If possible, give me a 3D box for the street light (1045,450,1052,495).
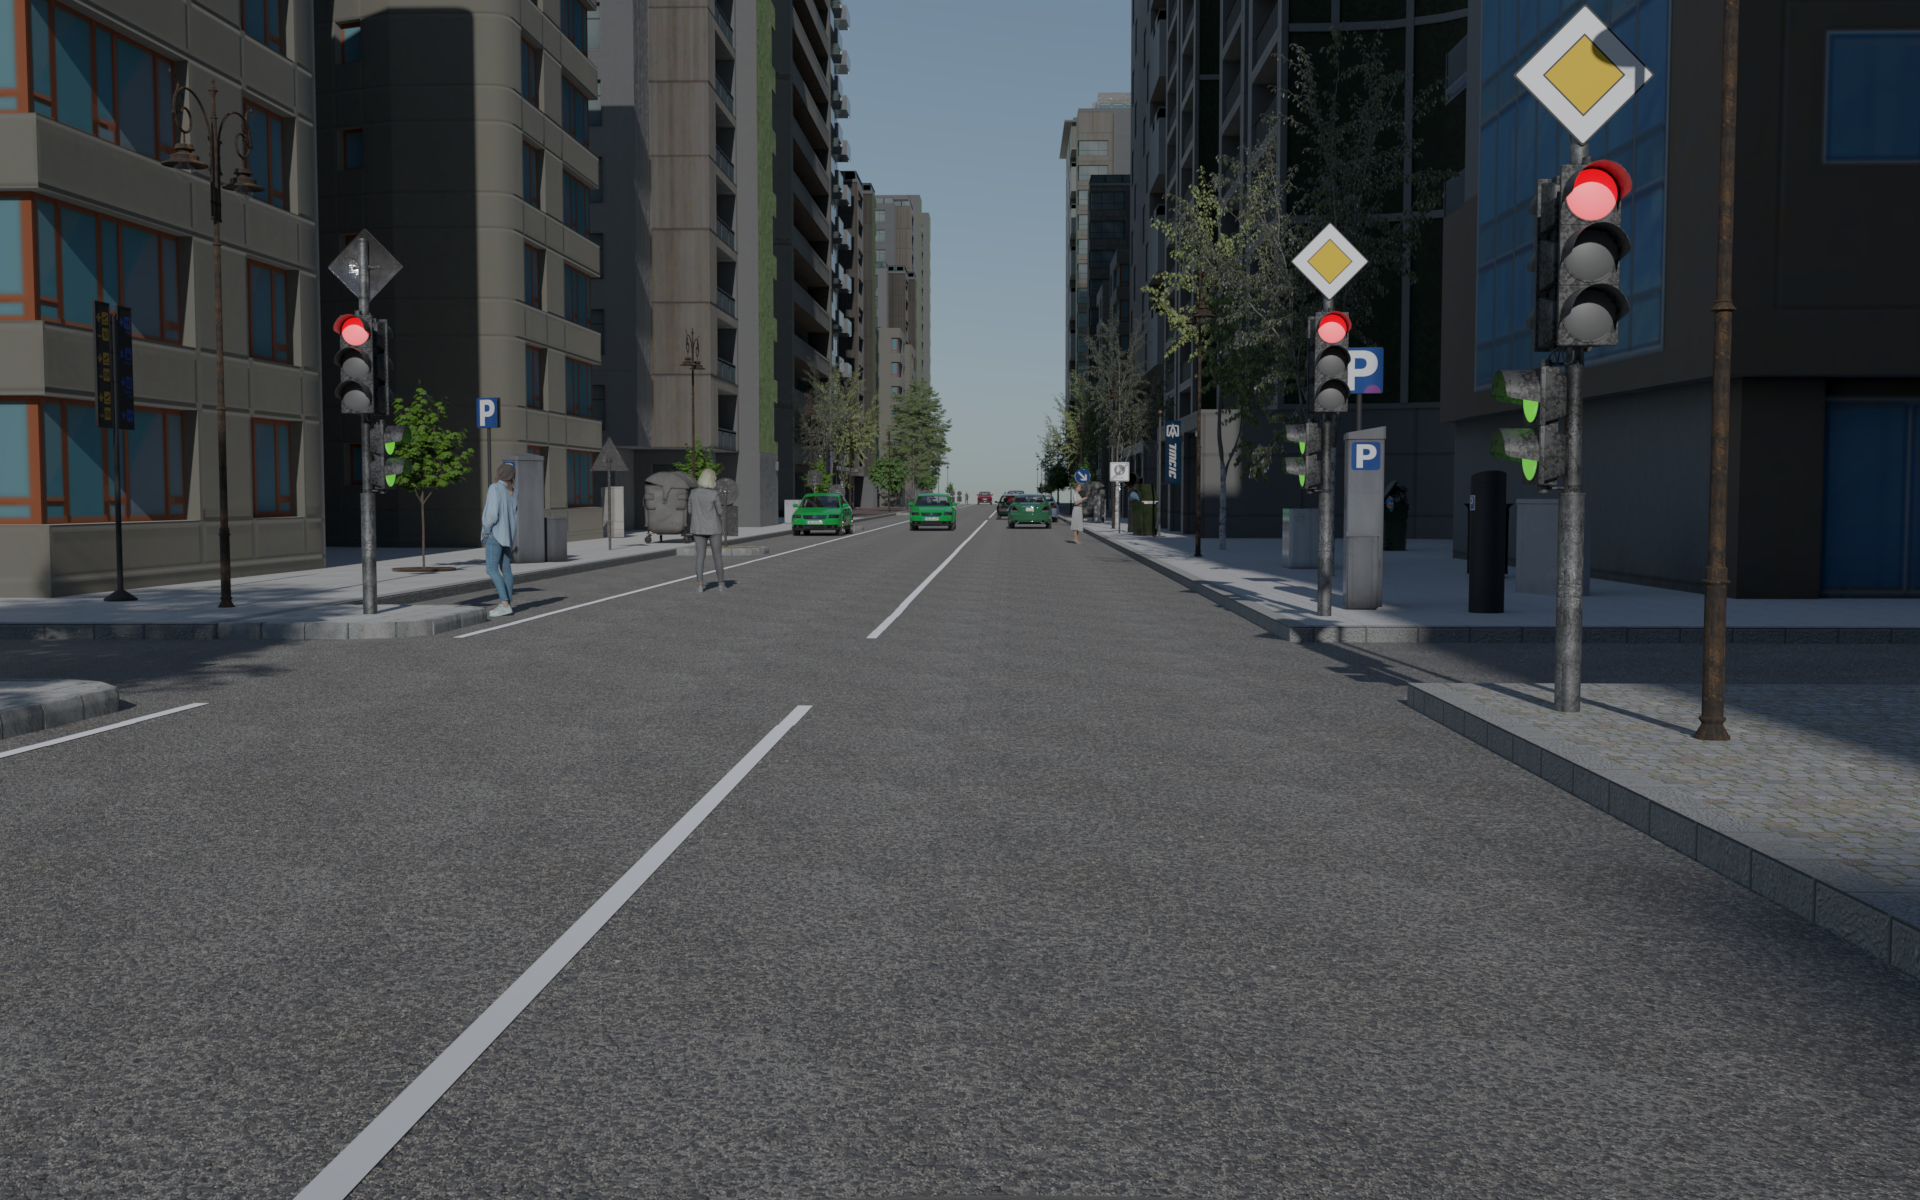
[{"bbox_3d":[8.868,-12.021,169.331,0.468,5.910,1.993,0,4,2],"label":"street light"}]

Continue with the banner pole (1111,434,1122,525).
[{"bbox_3d":[6.559,-4.999,71.750,0.401,3.779,0.863,2,4,30],"label":"banner pole"}]

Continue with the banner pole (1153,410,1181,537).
[{"bbox_3d":[6.205,-3.780,51.818,0.863,3.779,0.401,0,4,-2],"label":"banner pole"}]

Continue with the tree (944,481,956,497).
[{"bbox_3d":[-1.290,-15.669,250.789,1.663,3.219,1.824,0,3,0],"label":"tree"}]

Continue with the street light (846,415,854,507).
[{"bbox_3d":[-6.040,-7.489,95.235,0.468,5.910,1.993,0,4,2],"label":"street light"}]

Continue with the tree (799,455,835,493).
[{"bbox_3d":[-6.787,-5.508,84.654,1.663,3.219,1.824,0,3,0],"label":"tree"}]

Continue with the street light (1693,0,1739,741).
[{"bbox_3d":[3.944,-2.209,8.906,0.468,5.910,1.993,0,4,2],"label":"street light"}]

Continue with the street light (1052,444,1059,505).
[{"bbox_3d":[7.921,-10.249,140.365,0.468,5.910,1.993,0,4,2],"label":"street light"}]

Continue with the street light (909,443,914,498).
[{"bbox_3d":[-4.216,-10.996,152.567,0.468,5.910,1.993,0,4,2],"label":"street light"}]

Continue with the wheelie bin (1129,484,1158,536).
[{"bbox_3d":[5.637,-2.775,53.276,0.980,1.594,0.693,-2,4,-27],"label":"wheelie bin"}]

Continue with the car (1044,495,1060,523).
[{"bbox_3d":[4.115,-4.673,88.405,2.014,1.417,4.499,0,4,1],"label":"car"}]

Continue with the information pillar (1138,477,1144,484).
[{"bbox_3d":[7.806,-4.316,75.056,0.304,2.012,0.304,0,4,4],"label":"information pillar"}]

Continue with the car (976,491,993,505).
[{"bbox_3d":[3.362,-13.835,234.879,2.281,1.827,5.304,0,4,1],"label":"car"}]

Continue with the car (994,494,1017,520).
[{"bbox_3d":[2.947,-5.391,97.931,2.009,1.686,4.222,0,4,2],"label":"car"}]

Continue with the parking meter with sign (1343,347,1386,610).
[{"bbox_3d":[4.614,-1.445,19.884,0.543,3.016,1.738,1,4,10],"label":"parking meter with sign"}]

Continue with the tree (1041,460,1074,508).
[{"bbox_3d":[9.031,-10.791,160.145,4.285,4.588,4.351,0,3,0],"label":"tree"}]

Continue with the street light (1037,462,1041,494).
[{"bbox_3d":[10.521,-15.349,223.739,0.468,5.910,1.993,0,4,2],"label":"street light"}]

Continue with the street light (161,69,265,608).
[{"bbox_3d":[-8.308,-2.853,19.435,0.468,5.910,1.993,0,4,2],"label":"street light"}]

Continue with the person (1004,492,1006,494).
[{"bbox_3d":[5.752,-13.013,221.925,0.551,1.740,0.621,-2,4,-26],"label":"person"}]

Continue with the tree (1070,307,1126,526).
[{"bbox_3d":[6.513,-7.256,68.995,4.360,8.622,3.978,0,3,0],"label":"tree"}]

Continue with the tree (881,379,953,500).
[{"bbox_3d":[-4.007,-15.413,170.134,7.486,12.596,7.792,0,3,0],"label":"tree"}]

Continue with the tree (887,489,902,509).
[{"bbox_3d":[-5.398,-9.404,148.352,1.663,3.219,1.824,0,3,0],"label":"tree"}]

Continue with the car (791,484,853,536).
[{"bbox_3d":[-4.807,-3.178,60.748,1.959,1.807,4.718,0,4,3],"label":"car"}]

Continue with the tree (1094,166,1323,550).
[{"bbox_3d":[6.272,-5.456,39.560,4.737,8.622,4.395,0,3,0],"label":"tree"}]

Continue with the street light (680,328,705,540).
[{"bbox_3d":[-7.440,-4.621,48.336,0.468,5.910,1.993,0,4,2],"label":"street light"}]

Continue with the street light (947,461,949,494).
[{"bbox_3d":[-1.660,-16.065,235.442,0.468,5.910,1.993,0,4,2],"label":"street light"}]

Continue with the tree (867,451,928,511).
[{"bbox_3d":[-5.377,-9.019,131.168,4.285,4.588,4.351,0,3,0],"label":"tree"}]

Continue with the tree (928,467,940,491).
[{"bbox_3d":[-3.731,-12.675,190.944,4.285,4.588,4.351,0,3,0],"label":"tree"}]

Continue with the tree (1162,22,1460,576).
[{"bbox_3d":[5.606,-4.689,27.035,4.360,8.622,3.978,0,3,0],"label":"tree"}]

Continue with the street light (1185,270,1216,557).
[{"bbox_3d":[4.874,-3.823,35.293,0.468,5.910,1.993,0,4,2],"label":"street light"}]

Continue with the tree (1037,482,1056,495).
[{"bbox_3d":[12.010,-14.701,234.956,1.663,3.219,1.824,0,3,0],"label":"tree"}]

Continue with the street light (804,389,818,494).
[{"bbox_3d":[-6.588,-6.344,76.509,0.468,5.910,1.993,0,4,2],"label":"street light"}]

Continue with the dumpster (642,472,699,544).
[{"bbox_3d":[-7.560,-2.427,45.442,1.264,1.857,1.865,0,4,2],"label":"dumpster"}]

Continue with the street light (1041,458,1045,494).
[{"bbox_3d":[9.652,-13.622,195.508,0.468,5.910,1.993,0,4,2],"label":"street light"}]

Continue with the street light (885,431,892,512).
[{"bbox_3d":[-5.073,-9.273,124.395,0.468,5.910,1.993,0,4,2],"label":"street light"}]

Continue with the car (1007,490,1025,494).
[{"bbox_3d":[5.208,-9.381,162.047,2.281,1.827,5.304,0,4,1],"label":"car"}]

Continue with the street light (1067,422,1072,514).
[{"bbox_3d":[7.166,-8.496,111.692,0.468,5.910,1.993,0,4,2],"label":"street light"}]

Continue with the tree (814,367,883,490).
[{"bbox_3d":[-6.503,-9.074,98.727,4.737,8.622,4.395,0,3,0],"label":"tree"}]

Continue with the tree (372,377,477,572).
[{"bbox_3d":[-9.034,-2.087,28.717,1.663,3.219,1.824,0,3,0],"label":"tree"}]

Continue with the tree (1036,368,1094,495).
[{"bbox_3d":[7.431,-9.160,100.123,4.737,8.622,4.395,0,3,0],"label":"tree"}]

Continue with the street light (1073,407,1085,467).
[{"bbox_3d":[6.465,-7.319,92.452,0.468,5.910,1.993,0,4,2],"label":"street light"}]

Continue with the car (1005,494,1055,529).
[{"bbox_3d":[2.944,-3.726,72.713,2.131,1.459,4.920,0,4,3],"label":"car"}]

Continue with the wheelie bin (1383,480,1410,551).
[{"bbox_3d":[9.843,-1.921,39.317,0.693,1.594,0.980,0,4,4],"label":"wheelie bin"}]

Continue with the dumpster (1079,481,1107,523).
[{"bbox_3d":[6.026,-4.465,78.766,1.264,1.857,1.865,0,4,2],"label":"dumpster"}]

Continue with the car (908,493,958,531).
[{"bbox_3d":[-1.064,-3.675,68.882,1.959,1.807,4.718,0,4,1],"label":"car"}]

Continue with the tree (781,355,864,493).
[{"bbox_3d":[-7.132,-8.586,90.743,4.360,8.622,3.978,0,3,0],"label":"tree"}]

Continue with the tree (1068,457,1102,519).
[{"bbox_3d":[6.451,-5.857,90.368,1.663,3.219,1.824,0,3,0],"label":"tree"}]

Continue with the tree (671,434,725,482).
[{"bbox_3d":[-8.592,-3.759,56.059,1.663,3.219,1.824,0,3,0],"label":"tree"}]

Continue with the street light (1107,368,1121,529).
[{"bbox_3d":[5.664,-5.568,63.818,0.468,5.910,1.993,0,4,2],"label":"street light"}]

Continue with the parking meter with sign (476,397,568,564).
[{"bbox_3d":[-8.062,-2.190,32.074,0.543,3.016,1.738,2,4,34],"label":"parking meter with sign"}]
